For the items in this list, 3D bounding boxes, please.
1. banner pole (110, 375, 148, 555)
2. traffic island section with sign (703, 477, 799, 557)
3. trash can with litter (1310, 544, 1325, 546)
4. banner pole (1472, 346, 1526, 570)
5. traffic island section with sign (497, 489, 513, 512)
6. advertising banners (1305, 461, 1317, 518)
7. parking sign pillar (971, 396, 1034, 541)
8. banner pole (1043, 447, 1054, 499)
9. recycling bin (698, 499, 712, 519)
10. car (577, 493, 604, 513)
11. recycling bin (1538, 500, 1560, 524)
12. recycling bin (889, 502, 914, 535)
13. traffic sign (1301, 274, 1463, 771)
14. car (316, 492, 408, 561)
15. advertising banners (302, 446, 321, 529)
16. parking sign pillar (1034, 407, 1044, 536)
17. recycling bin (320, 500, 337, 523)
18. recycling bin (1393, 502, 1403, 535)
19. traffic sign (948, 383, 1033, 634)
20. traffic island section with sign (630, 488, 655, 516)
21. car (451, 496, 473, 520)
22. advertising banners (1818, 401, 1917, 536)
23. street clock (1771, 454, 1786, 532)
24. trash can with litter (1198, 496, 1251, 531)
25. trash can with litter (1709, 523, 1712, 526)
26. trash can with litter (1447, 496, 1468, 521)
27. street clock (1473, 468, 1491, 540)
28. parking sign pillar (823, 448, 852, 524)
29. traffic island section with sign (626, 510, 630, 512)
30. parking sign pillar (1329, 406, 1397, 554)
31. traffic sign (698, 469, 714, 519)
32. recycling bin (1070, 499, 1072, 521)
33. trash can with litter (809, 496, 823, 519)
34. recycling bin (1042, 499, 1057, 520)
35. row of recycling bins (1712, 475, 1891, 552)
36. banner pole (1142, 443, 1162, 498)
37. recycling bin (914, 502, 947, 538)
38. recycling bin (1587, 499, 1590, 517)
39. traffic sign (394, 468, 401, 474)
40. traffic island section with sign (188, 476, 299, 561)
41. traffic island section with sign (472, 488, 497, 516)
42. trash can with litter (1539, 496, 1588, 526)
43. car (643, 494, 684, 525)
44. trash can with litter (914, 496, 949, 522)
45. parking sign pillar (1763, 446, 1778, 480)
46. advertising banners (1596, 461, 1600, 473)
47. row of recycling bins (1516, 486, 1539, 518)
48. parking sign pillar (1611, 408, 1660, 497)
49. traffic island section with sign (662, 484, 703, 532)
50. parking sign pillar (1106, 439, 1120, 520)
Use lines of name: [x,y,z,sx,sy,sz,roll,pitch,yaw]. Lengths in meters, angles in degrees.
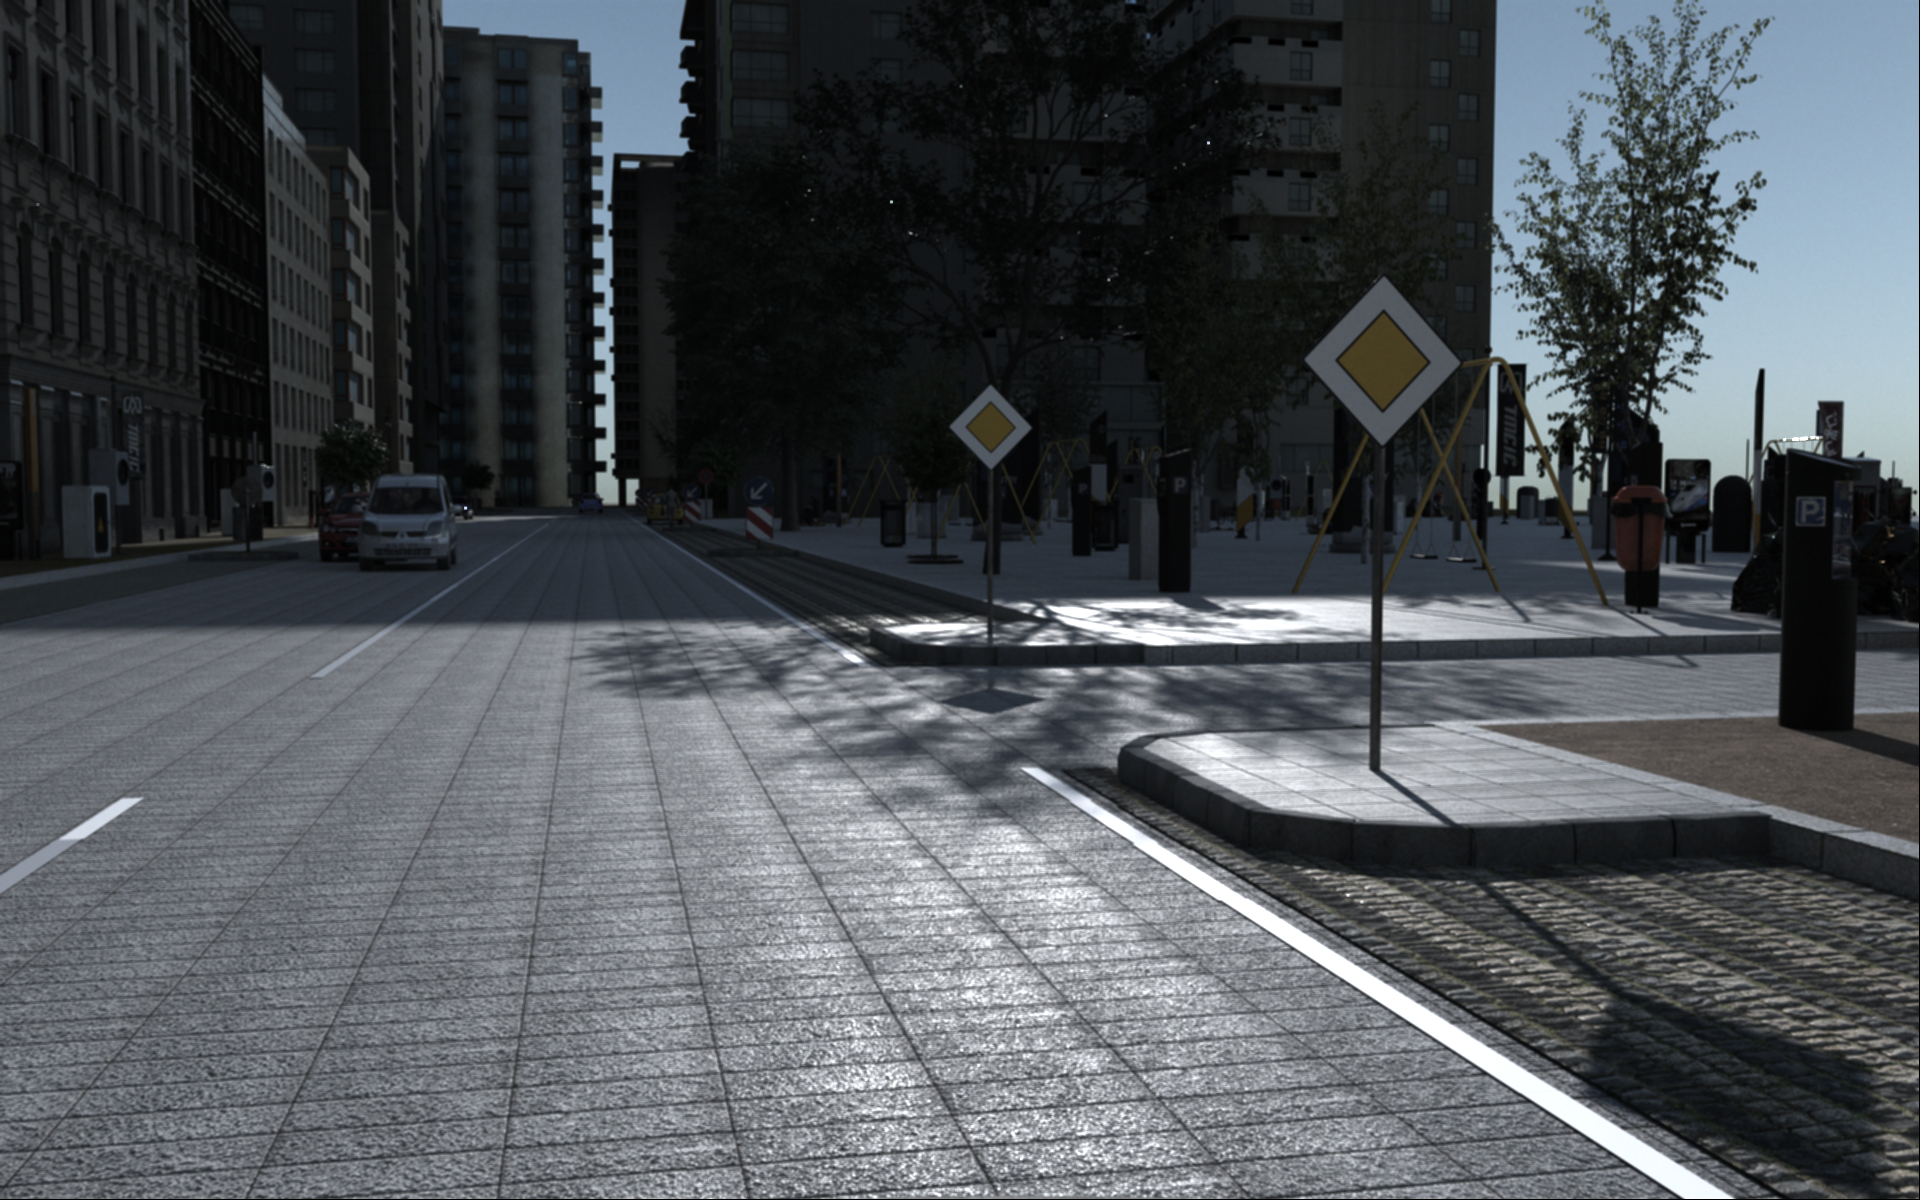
banner pole: [-17.682,-2.859,36.761,0.401,3.779,0.863,3,5,42]
traffic island section with sign: [-4.826,-1.922,40.057,1.989,1.847,2.006,-1,4,-12]
trash can with litter: [9.578,-1.894,42.032,1.678,1.210,2.233,0,4,-8]
banner pole: [9.166,-2.407,29.379,0.863,3.779,0.401,0,4,8]
traffic island section with sign: [-37.123,-8.014,139.650,1.989,1.847,2.006,-1,4,-12]
advertising banners: [19.014,-5.927,93.094,0.090,3.025,2.074,3,4,38]
parking sign pillar: [1.027,-3.617,47.602,1.447,3.967,1.447,-1,4,-17]
banner pole: [4.685,-6.154,90.630,0.863,3.779,0.401,-2,4,-24]
recycling bin: [-12.995,-4.629,88.238,0.722,1.027,0.722,-1,4,-10]
car: [-27.762,-7.377,130.199,1.945,1.707,3.694,-1,4,-13]
recycling bin: [25.752,-3.863,75.721,0.722,1.027,0.722,0,4,-2]
recycling bin: [-1.845,-2.539,54.066,0.722,1.027,0.722,2,4,32]
traffic sign: [1.927,-0.266,7.994,0.795,2.450,0.064,-1,4,-12]
car: [-13.048,-1.793,38.358,2.155,1.783,4.494,-1,4,-13]
advertising banners: [-24.075,-4.164,64.265,0.090,3.025,2.074,0,4,-4]
parking sign pillar: [1.892,-4.011,54.054,1.447,3.967,1.447,1,4,16]
recycling bin: [-27.345,-3.836,75.272,0.722,1.027,0.722,-2,4,-35]
recycling bin: [13.646,-2.600,55.071,0.722,1.027,0.722,2,4,30]
traffic sign: [0.273,-0.744,15.806,0.795,2.450,0.064,-1,4,-12]
traffic island section with sign: [-20.832,-6.545,115.646,1.989,1.847,2.006,-1,4,-12]
car: [-28.217,-5.146,96.722,1.945,1.354,3.894,-1,4,-11]
advertising banners: [17.134,-2.237,32.761,2.074,3.025,0.090,0,4,-8]
street clock: [14.998,-1.655,31.623,0.358,2.002,0.471,2,4,34]
trash can with litter: [9.284,-3.055,61.014,2.233,1.210,1.678,-1,4,-12]
trash can with litter: [30.098,-3.541,68.955,1.678,1.210,2.233,-1,4,-19]
trash can with litter: [23.728,-4.360,82.668,0.624,1.170,1.055,-3,4,-36]
street clock: [14.715,-2.709,48.867,0.358,2.002,0.471,-2,4,-26]
parking sign pillar: [-5.462,-5.341,75.802,1.447,3.967,1.447,-3,5,-40]
traffic island section with sign: [-26.472,-8.176,142.299,1.989,1.847,2.006,-1,4,-12]
parking sign pillar: [8.841,-3.025,37.923,1.447,3.967,1.447,-1,4,-21]
traffic sign: [-12.810,-5.338,87.385,0.768,2.556,0.104,0,4,-6]
recycling bin: [5.617,-4.254,82.113,0.722,1.027,0.722,1,4,19]
trash can with litter: [-7.292,-4.807,89.982,1.055,1.170,0.624,1,4,16]
recycling bin: [4.297,-4.417,84.771,0.722,1.027,0.722,-2,4,-27]
row of recycling bins: [18.362,-1.880,37.844,3.534,1.692,1.069,2,4,26]
banner pole: [9.459,-5.771,84.380,0.863,3.779,0.401,-1,4,-9]
recycling bin: [-0.820,-2.320,50.486,0.722,1.027,0.722,-1,4,-18]
recycling bin: [35.831,-5.211,97.746,0.722,1.027,0.722,1,4,14]
traffic sign: [-28.028,-5.284,86.402,0.884,2.594,0.081,0,4,-7]
traffic island section with sign: [-15.543,-1.778,37.701,1.989,1.847,2.006,-1,4,-12]
traffic island section with sign: [-31.514,-6.395,113.192,1.989,1.847,2.006,-1,4,-12]
trash can with litter: [24.702,-3.669,71.049,2.233,1.210,1.678,0,4,6]
car: [-14.050,-4.417,82.445,2.015,1.641,3.980,-1,4,-10]
trash can with litter: [-1.596,-4.197,79.674,2.233,1.210,1.678,2,4,31]
parking sign pillar: [45.822,-6.662,97.391,1.447,3.967,1.447,-1,4,-19]
advertising banners: [34.076,-5.803,91.074,0.090,3.025,2.074,-1,4,-20]
row of recycling bins: [30.545,-5.257,93.071,1.069,1.692,3.534,1,4,23]
parking sign pillar: [19.416,-3.754,49.850,1.447,3.967,1.447,-2,4,-34]
traffic island section with sign: [-10.466,-3.552,66.699,1.989,1.847,2.006,-1,4,-12]
parking sign pillar: [7.176,-5.886,84.705,1.447,3.967,1.447,2,4,32]
